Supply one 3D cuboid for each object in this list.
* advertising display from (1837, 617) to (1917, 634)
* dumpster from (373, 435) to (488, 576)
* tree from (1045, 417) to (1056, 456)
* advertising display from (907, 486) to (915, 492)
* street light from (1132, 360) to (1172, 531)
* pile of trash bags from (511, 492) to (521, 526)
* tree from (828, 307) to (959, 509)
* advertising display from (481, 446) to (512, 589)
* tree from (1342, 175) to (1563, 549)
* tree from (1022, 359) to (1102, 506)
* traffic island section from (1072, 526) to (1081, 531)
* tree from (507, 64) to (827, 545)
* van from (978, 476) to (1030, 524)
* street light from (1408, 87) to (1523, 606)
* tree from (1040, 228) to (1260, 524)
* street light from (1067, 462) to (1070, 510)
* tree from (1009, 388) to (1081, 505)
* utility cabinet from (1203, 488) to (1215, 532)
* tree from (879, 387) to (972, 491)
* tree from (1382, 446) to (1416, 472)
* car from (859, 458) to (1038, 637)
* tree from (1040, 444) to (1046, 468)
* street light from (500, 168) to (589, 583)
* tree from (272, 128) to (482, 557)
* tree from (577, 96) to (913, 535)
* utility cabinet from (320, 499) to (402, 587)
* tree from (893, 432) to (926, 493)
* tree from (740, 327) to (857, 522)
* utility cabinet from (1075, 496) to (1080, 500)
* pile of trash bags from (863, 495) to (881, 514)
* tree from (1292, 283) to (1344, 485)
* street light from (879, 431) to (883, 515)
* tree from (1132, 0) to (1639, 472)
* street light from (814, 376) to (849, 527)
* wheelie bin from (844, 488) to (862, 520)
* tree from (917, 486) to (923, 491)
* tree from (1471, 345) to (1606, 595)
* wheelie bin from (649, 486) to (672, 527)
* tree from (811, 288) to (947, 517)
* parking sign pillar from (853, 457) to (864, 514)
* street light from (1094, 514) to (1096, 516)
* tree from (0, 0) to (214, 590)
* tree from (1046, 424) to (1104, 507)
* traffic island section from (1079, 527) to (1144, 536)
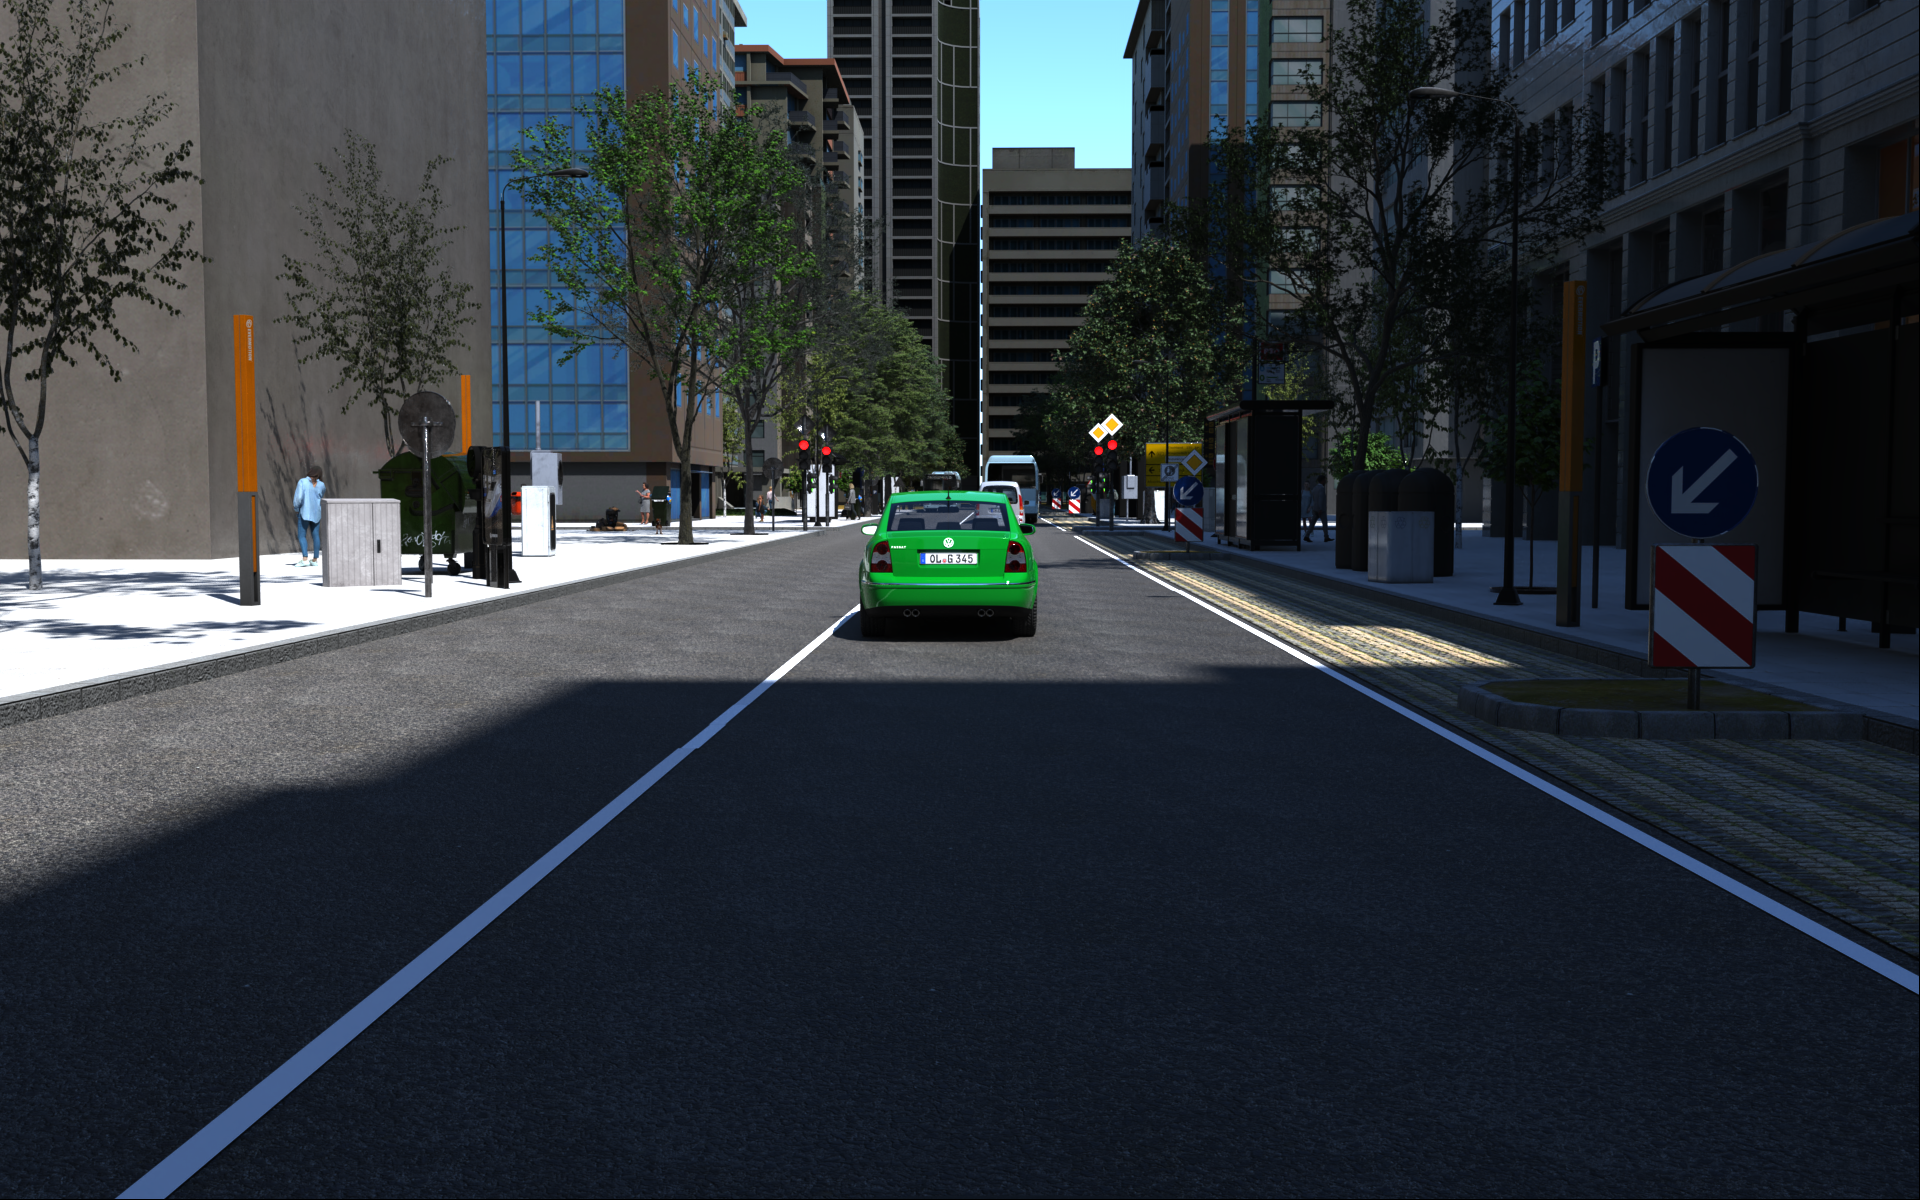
[{"bbox_3d":[8.615,-0.655,15.917,0.974,1.923,0.123,2,4,33],"label":"advertising display"},{"bbox_3d":[-8.452,-1.560,27.994,1.502,2.255,1.985,0,4,1],"label":"dumpster"},{"bbox_3d":[9.042,-10.948,113.418,7.601,10.594,8.767,0,4,1],"label":"tree"},{"bbox_3d":[-3.998,-8.345,141.654,0.123,1.923,0.974,2,4,34],"label":"advertising display"},{"bbox_3d":[6.662,-5.362,60.203,1.470,5.913,1.316,0,4,1],"label":"street light"},{"bbox_3d":[-18.619,-3.646,69.367,3.447,1.369,1.912,3,4,36],"label":"pile of trash bags"},{"bbox_3d":[-4.775,-12.873,117.137,9.857,13.997,8.962,0,3,0],"label":"tree"},{"bbox_3d":[-6.360,-1.134,23.761,0.123,1.923,0.974,-2,4,-31],"label":"advertising display"},{"bbox_3d":[11.954,-5.511,40.463,4.360,8.622,3.978,0,3,0],"label":"tree"},{"bbox_3d":[9.858,-12.300,126.864,9.928,11.665,9.643,0,3,0],"label":"tree"},{"bbox_3d":[5.467,-2.820,68.390,2.009,0.180,2.903,0,4,1],"label":"traffic island section"},{"bbox_3d":[-7.065,-7.200,43.483,9.928,11.665,9.643,0,3,0],"label":"tree"},{"bbox_3d":[1.312,-3.092,57.560,2.013,2.044,4.112,0,4,1],"label":"van"},{"bbox_3d":[5.821,-2.899,19.938,1.470,5.913,1.316,0,4,1],"label":"street light"},{"bbox_3d":[8.261,-9.656,74.880,9.611,12.733,9.660,0,3,0],"label":"tree"},{"bbox_3d":[8.435,-10.393,142.462,1.470,5.913,1.316,0,4,1],"label":"street light"},{"bbox_3d":[10.730,-18.361,206.855,9.857,13.997,8.962,0,3,0],"label":"tree"},{"bbox_3d":[8.710,-3.067,58.827,0.318,1.500,1.173,3,5,43],"label":"utility cabinet"},{"bbox_3d":[-4.134,-17.060,195.940,9.611,12.733,9.660,0,3,0],"label":"tree"},{"bbox_3d":[17.410,-4.562,69.194,1.663,3.219,1.824,0,3,0],"label":"tree"},{"bbox_3d":[-0.125,-0.611,18.787,1.959,1.807,4.718,0,4,0],"label":"car"},{"bbox_3d":[9.816,-13.304,167.887,4.360,8.622,3.978,0,3,0],"label":"tree"},{"bbox_3d":[-5.995,-3.201,24.877,1.470,5.913,1.316,0,4,1],"label":"street light"},{"bbox_3d":[-11.535,-5.178,35.015,4.360,8.622,3.978,0,3,0],"label":"tree"},{"bbox_3d":[-6.573,-8.781,53.945,12.009,13.543,11.850,0,3,0],"label":"tree"},{"bbox_3d":[-8.351,-0.796,24.182,1.020,1.237,0.306,-3,4,-37],"label":"utility cabinet"},{"bbox_3d":[-4.520,-10.861,127.932,4.360,8.622,3.978,0,3,0],"label":"tree"},{"bbox_3d":[-6.260,-7.559,73.960,4.737,8.622,4.395,0,3,0],"label":"tree"},{"bbox_3d":[8.510,-6.825,122.751,1.020,1.237,0.306,-2,4,-29],"label":"utility cabinet"},{"bbox_3d":[-6.078,-6.332,113.280,1.912,1.369,3.447,0,4,-1],"label":"pile of trash bags"},{"bbox_3d":[13.319,-6.604,58.333,4.360,8.622,3.978,0,3,0],"label":"tree"},{"bbox_3d":[-4.309,-8.285,108.005,1.470,5.913,1.316,0,4,1],"label":"street light"},{"bbox_3d":[7.196,-5.896,30.816,8.767,10.594,7.601,-1,4,-17],"label":"tree"},{"bbox_3d":[-5.086,-5.861,68.369,1.470,5.913,1.316,0,4,1],"label":"street light"},{"bbox_3d":[-5.278,-4.756,85.675,0.980,1.594,0.693,1,4,13],"label":"wheelie bin"},{"bbox_3d":[-3.838,-16.062,212.977,4.737,8.622,4.395,0,3,0],"label":"tree"},{"bbox_3d":[7.589,-1.709,22.547,1.663,3.219,1.824,0,3,0],"label":"tree"},{"bbox_3d":[-11.826,-3.708,68.527,0.980,1.594,0.693,1,4,12],"label":"wheelie bin"},{"bbox_3d":[-4.950,-10.886,96.111,7.486,12.596,7.792,0,3,0],"label":"tree"},{"bbox_3d":[-6.031,-6.991,102.776,1.447,3.967,1.447,1,4,9],"label":"parking sign pillar"},{"bbox_3d":[7.585,-7.937,102.309,1.470,5.913,1.316,0,4,1],"label":"street light"},{"bbox_3d":[-12.390,-4.455,23.200,4.360,8.622,3.978,0,3,0],"label":"tree"},{"bbox_3d":[9.744,-11.400,136.750,4.360,8.622,3.978,0,3,0],"label":"tree"},{"bbox_3d":[5.302,-2.332,60.406,2.009,0.180,2.903,0,4,1],"label":"traffic island section"}]
